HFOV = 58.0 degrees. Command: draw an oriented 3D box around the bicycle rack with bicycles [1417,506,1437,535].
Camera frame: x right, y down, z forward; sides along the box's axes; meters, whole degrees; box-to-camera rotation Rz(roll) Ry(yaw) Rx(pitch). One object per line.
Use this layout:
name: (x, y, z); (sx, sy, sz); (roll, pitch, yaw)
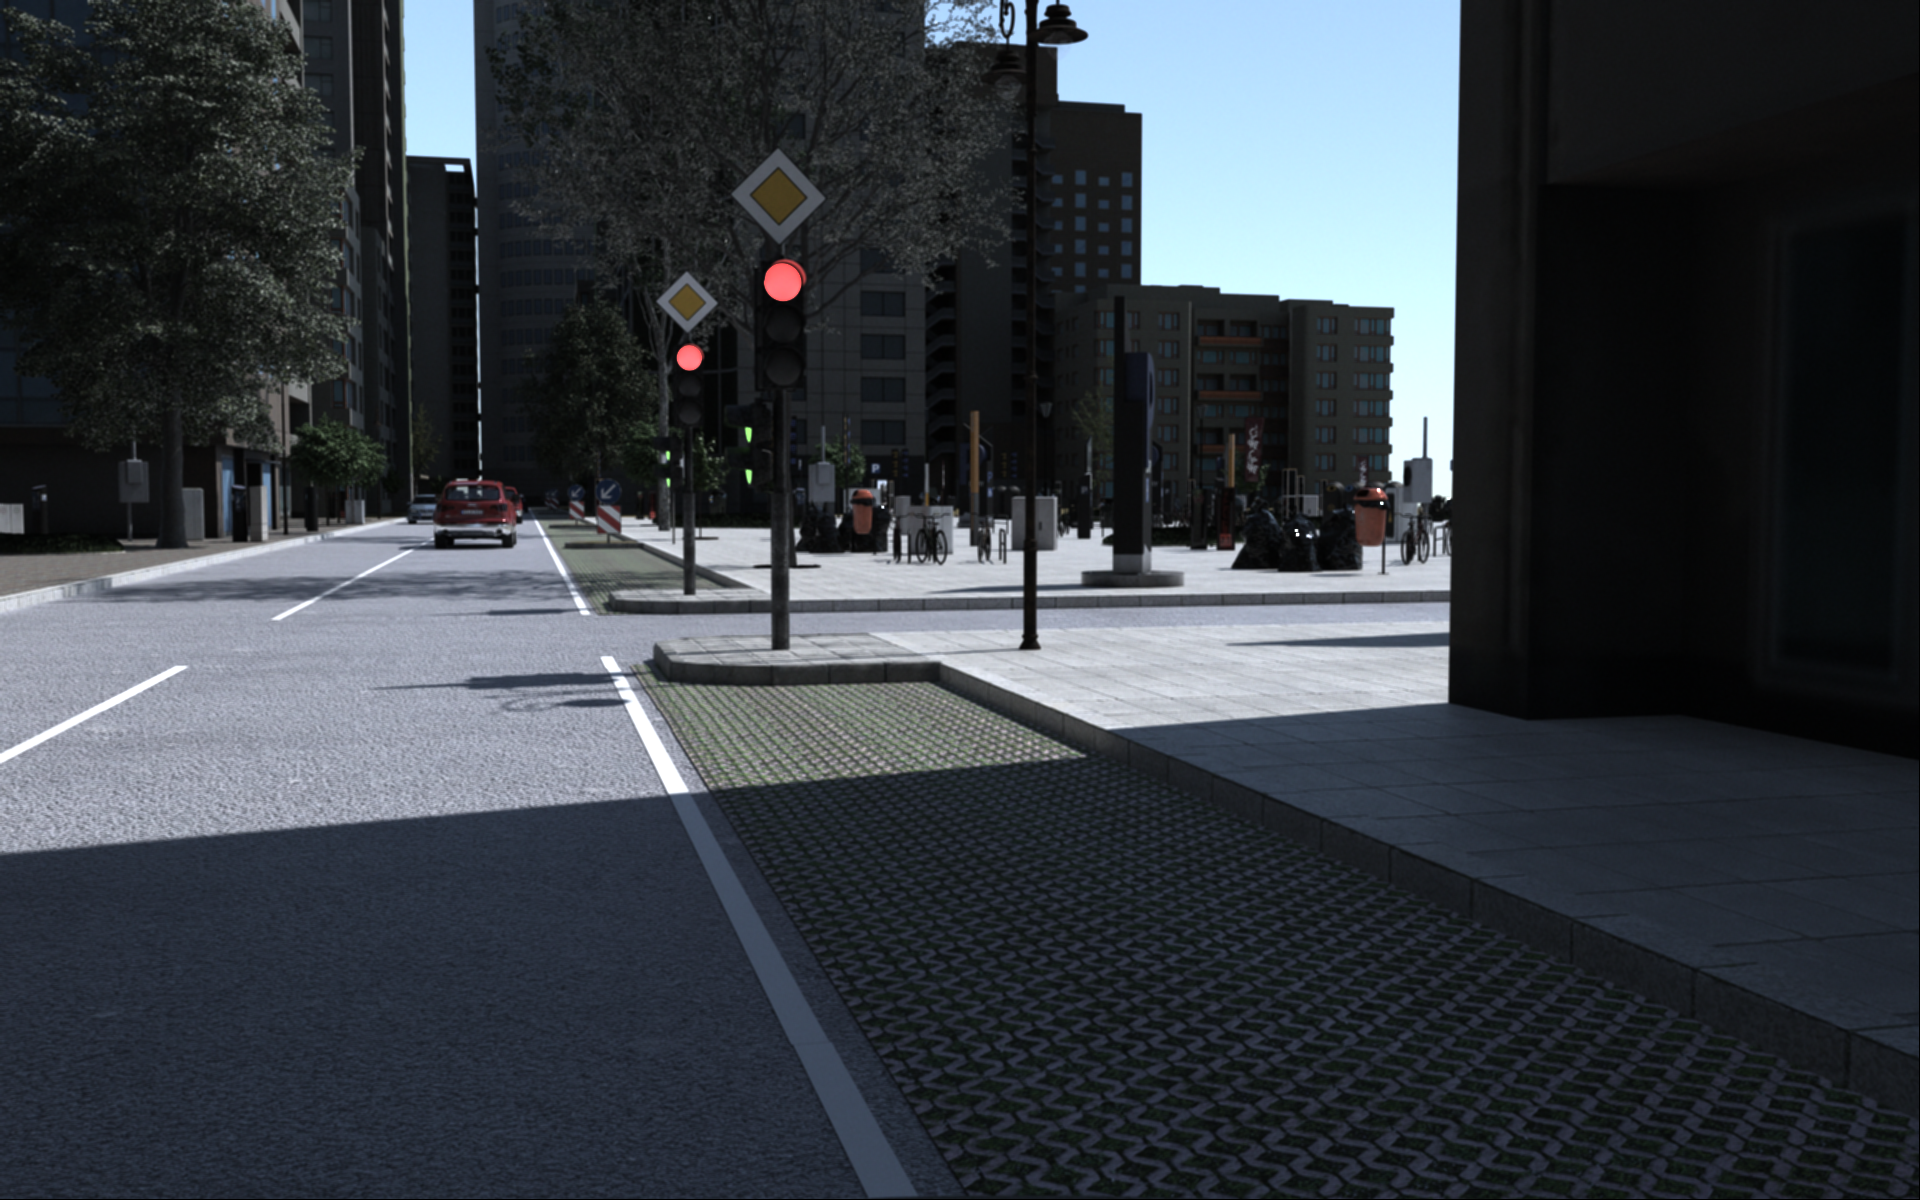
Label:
bicycle rack with bicycles: (13.830, -2.506, 54.359); (2.852, 0.926, 2.925); (3, 4, 37)

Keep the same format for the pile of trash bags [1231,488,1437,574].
pile of trash bags: (6.049, -1.174, 28.952); (1.912, 1.369, 3.447); (-1, 4, -22)

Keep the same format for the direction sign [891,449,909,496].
direction sign: (-3.013, -5.815, 87.076); (0.876, 3.537, 0.379); (1, 4, 12)

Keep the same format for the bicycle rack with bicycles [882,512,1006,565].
bicycle rack with bicycles: (-0.203, -1.177, 32.631); (2.852, 0.926, 2.925); (0, 4, 0)

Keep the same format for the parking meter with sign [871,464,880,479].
parking meter with sign: (-4.678, -6.240, 98.277); (0.543, 3.016, 1.738); (-1, 4, -10)

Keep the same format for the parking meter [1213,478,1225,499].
parking meter: (9.433, -3.500, 62.935); (0.255, 1.863, 0.399); (-1, 4, -16)

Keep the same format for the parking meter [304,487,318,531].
parking meter: (-24.523, -3.479, 65.287); (0.372, 1.533, 0.369); (0, 3, 0)

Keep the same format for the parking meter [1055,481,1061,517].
parking meter: (4.400, -4.408, 77.777); (0.255, 1.863, 0.399); (1, 4, 10)

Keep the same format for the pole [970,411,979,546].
pole: (0.358, -2.983, 42.610); (0.158, 3.312, 0.155); (0, 3, 0)

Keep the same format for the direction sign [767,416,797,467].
direction sign: (-5.150, -3.554, 50.108); (0.876, 3.537, 0.379); (-1, 4, -15)

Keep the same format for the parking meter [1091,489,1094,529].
parking meter: (4.684, -3.352, 63.212); (0.372, 1.533, 0.369); (0, 3, 0)

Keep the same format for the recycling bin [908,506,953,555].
recycling bin: (-0.631, -1.490, 36.911); (0.722, 1.027, 0.722); (-3, 5, -44)

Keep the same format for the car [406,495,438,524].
car: (-25.791, -4.406, 84.037); (2.014, 1.417, 4.499); (-1, 4, -15)

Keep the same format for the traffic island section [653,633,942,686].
traffic island section: (-1.459, 0.488, 14.310); (2.009, 0.180, 2.903); (-1, 4, -14)

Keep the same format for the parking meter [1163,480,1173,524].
parking meter: (8.784, -4.124, 73.131); (0.399, 1.863, 0.255); (2, 4, 32)

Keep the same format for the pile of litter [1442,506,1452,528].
pile of litter: (18.811, -3.155, 65.553); (1.176, 0.858, 1.719); (-1, 4, -23)

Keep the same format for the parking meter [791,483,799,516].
parking meter: (-8.457, -5.080, 88.775); (0.399, 1.863, 0.255); (0, 4, 6)

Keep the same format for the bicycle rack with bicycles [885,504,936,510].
bicycle rack with bicycles: (-2.012, -3.000, 62.431); (2.852, 0.926, 2.925); (1, 4, 17)

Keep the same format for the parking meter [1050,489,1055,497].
parking meter: (4.804, -4.944, 89.241); (0.372, 1.533, 0.369); (0, 3, 0)

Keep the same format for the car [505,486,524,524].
car: (-22.533, -4.659, 84.852); (2.281, 1.827, 5.304); (-1, 4, -16)

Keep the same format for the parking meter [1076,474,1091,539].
parking meter: (3.544, -2.692, 49.729); (0.399, 1.863, 0.255); (0, 4, -2)

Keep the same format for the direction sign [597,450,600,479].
direction sign: (-18.437, -5.900, 88.454); (0.379, 3.537, 0.876); (0, 4, -5)

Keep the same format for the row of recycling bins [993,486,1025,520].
row of recycling bins: (2.430, -4.938, 87.846); (1.069, 1.692, 3.534); (-3, 5, -43)

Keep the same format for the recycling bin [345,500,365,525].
recycling bin: (-25.548, -3.704, 73.107); (0.722, 1.027, 0.722); (-1, 4, -15)

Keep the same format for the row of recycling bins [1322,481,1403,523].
row of recycling bins: (13.436, -3.085, 57.548); (1.069, 1.692, 3.534); (-2, 4, -33)

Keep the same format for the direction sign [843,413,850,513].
direction sign: (-3.189, -3.473, 48.788); (0.379, 3.537, 0.876); (0, 4, 7)

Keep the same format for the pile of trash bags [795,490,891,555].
pile of trash bags: (-2.430, -1.713, 37.752); (1.912, 1.369, 3.447); (-1, 4, -17)

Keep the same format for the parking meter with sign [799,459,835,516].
parking meter with sign: (-7.163, -5.533, 86.727); (1.738, 3.016, 0.543); (-1, 4, -22)

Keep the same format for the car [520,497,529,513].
car: (-34.202, -7.400, 133.563); (1.945, 1.354, 3.894); (-1, 4, -14)

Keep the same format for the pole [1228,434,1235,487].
pole: (9.215, -3.976, 58.846); (0.158, 3.312, 0.155); (0, 3, 0)

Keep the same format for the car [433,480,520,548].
car: (-13.202, -2.363, 47.312); (2.281, 1.827, 5.304); (-1, 4, -13)

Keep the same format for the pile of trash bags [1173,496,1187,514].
pile of trash bags: (12.948, -5.466, 99.113); (1.912, 1.369, 3.447); (2, 4, 24)

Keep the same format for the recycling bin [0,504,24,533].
recycling bin: (-24.499, -1.942, 44.313); (0.722, 1.027, 0.722); (2, 4, 30)

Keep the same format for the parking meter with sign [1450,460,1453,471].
parking meter with sign: (25.636, -5.675, 89.043); (0.543, 3.016, 1.738); (2, 4, 27)

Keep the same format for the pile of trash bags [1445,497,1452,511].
pile of trash bags: (25.375, -5.149, 93.936); (3.447, 1.369, 1.912); (3, 4, 36)

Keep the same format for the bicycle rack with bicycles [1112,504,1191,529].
bicycle rack with bicycles: (6.778, -3.025, 62.845); (2.852, 0.926, 2.925); (-2, 4, -30)

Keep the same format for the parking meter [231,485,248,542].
parking meter: (-19.272, -2.319, 46.321); (0.372, 1.533, 0.369); (0, 3, 0)

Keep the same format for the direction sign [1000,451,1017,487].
direction sign: (2.539, -6.015, 90.335); (0.876, 3.537, 0.379); (0, 4, 8)

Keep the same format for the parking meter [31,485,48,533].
parking meter: (-25.084, -2.374, 47.222); (0.372, 1.533, 0.369); (0, 3, 0)

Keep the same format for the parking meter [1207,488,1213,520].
parking meter: (13.739, -5.353, 95.934); (0.372, 1.533, 0.369); (0, 3, 0)

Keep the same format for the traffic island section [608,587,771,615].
traffic island section: (-3.418, 0.014, 22.052); (2.009, 0.180, 2.903); (-1, 4, -14)
